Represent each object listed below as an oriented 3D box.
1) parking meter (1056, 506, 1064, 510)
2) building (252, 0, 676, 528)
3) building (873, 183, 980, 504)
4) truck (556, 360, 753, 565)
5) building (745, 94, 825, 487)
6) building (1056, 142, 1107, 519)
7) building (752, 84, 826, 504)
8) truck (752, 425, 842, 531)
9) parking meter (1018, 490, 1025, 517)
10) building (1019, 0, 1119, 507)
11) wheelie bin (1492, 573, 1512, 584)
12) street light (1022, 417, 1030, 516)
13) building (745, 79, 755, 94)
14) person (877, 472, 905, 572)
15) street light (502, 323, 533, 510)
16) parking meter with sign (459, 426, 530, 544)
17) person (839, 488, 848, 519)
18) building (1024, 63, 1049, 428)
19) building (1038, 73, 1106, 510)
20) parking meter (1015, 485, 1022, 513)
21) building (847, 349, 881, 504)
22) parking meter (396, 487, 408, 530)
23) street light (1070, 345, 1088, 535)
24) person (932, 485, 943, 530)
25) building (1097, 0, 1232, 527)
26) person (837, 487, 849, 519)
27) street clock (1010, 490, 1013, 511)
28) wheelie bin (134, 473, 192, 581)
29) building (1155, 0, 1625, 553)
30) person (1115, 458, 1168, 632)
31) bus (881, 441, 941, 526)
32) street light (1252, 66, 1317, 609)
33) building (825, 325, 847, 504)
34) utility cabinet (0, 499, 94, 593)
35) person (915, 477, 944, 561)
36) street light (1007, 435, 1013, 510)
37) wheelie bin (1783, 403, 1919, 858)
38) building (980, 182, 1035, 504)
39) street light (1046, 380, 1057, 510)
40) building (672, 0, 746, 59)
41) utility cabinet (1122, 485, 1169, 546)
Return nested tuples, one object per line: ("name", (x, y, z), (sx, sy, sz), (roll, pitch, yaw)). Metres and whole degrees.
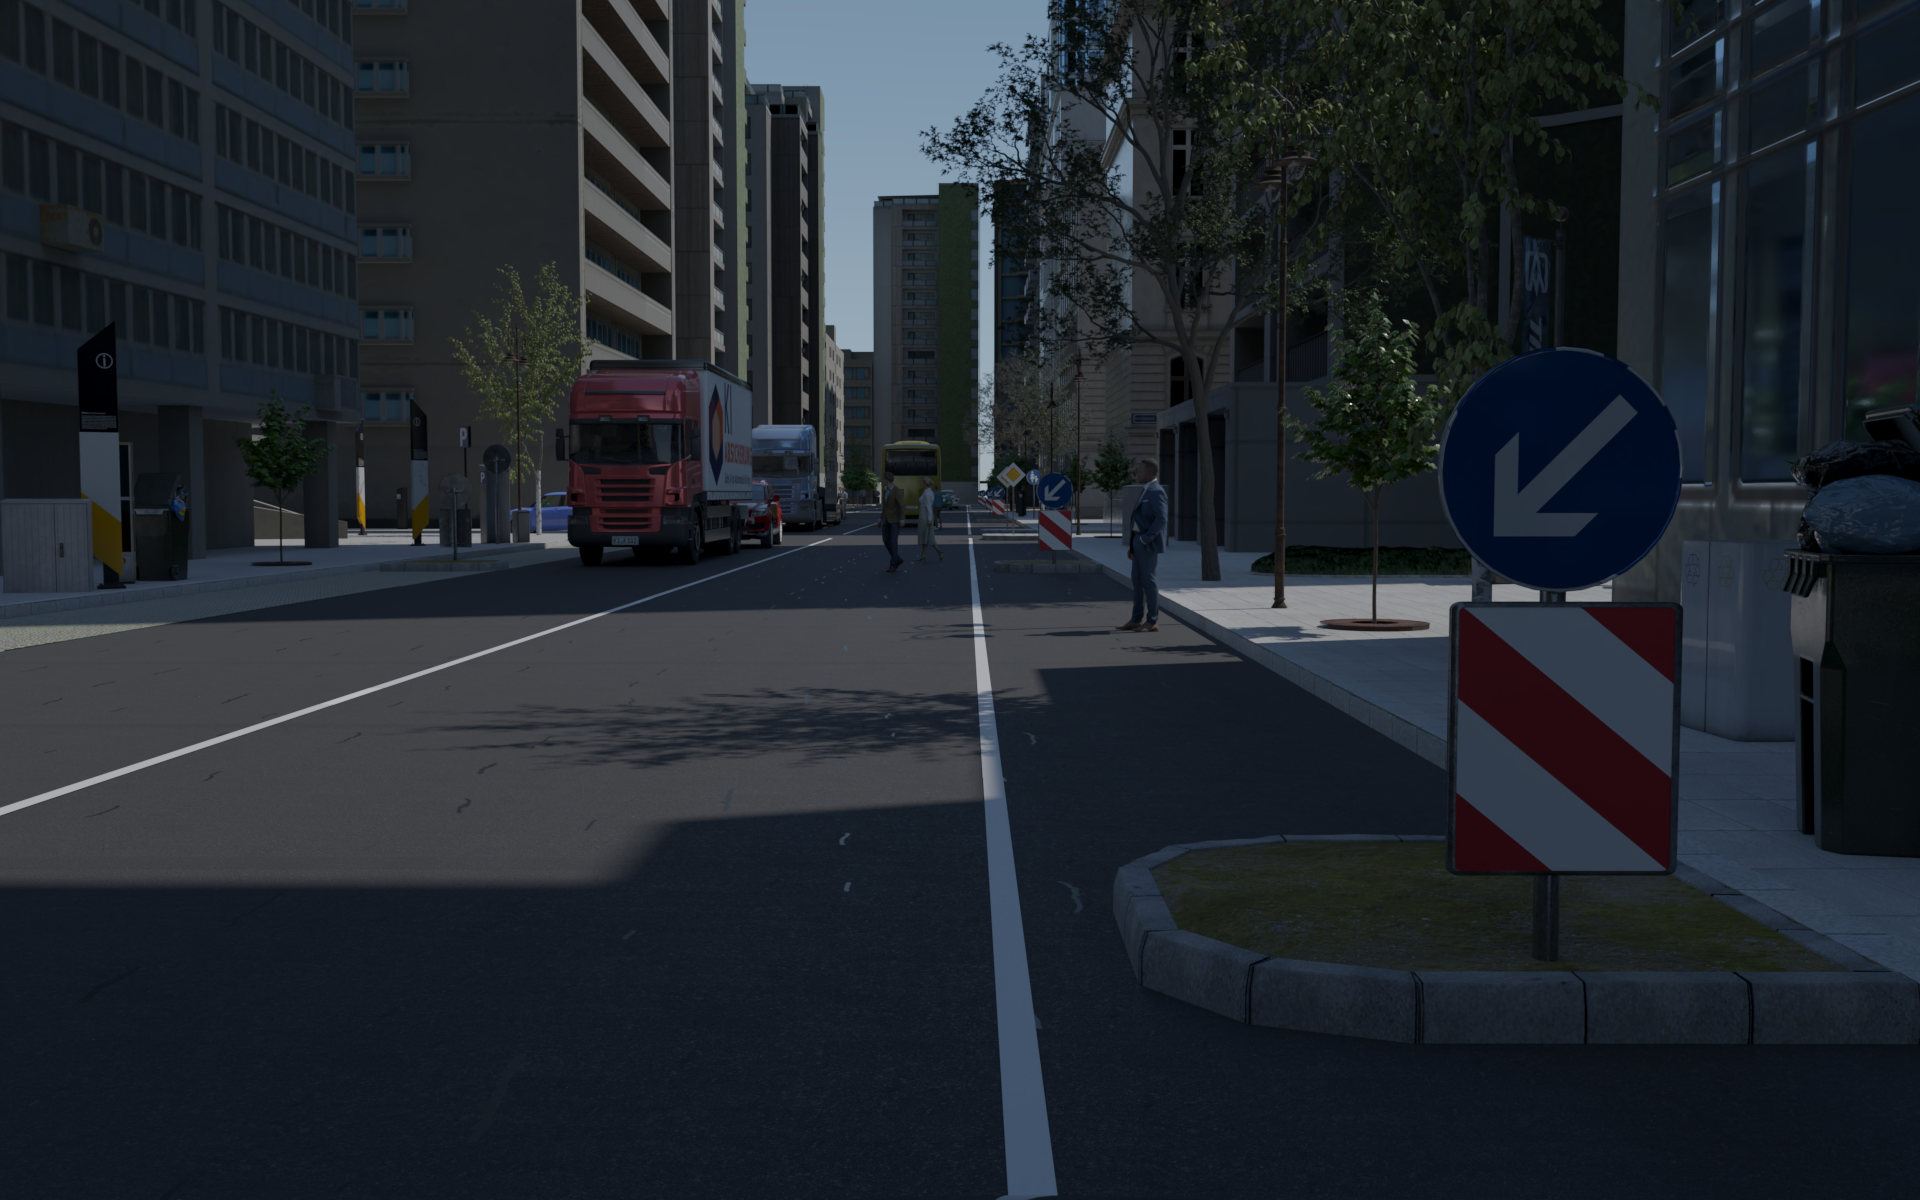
("parking meter", (3.981, -3.714, 69.127), (0.372, 1.533, 0.369), (0, 3, 0))
("building", (-24.652, -27.516, 73.594), (21.300, 48.544, 21.600), (0, 4, 0))
("building", (-4.407, -33.418, 229.976), (14.086, 41.232, 14.154), (0, 4, 0))
("truck", (-6.494, -3.031, 38.466), (2.839, 4.237, 11.283), (0, 3, 0))
("building", (-17.675, -21.835, 128.711), (14.160, 30.474, 14.107), (0, 4, 0))
("building", (10.710, -15.216, 97.933), (9.793, 20.994, 18.267), (0, 4, 0))
("building", (-20.669, -29.664, 168.593), (14.154, 41.232, 14.086), (0, 4, 0))
("truck", (-6.810, -5.106, 73.246), (2.967, 4.110, 18.799), (0, 4, 0))
("parking meter", (3.494, -5.512, 98.538), (0.372, 1.533, 0.369), (0, 3, 0))
("building", (17.182, -52.034, 163.428), (22.319, 86.520, 31.000), (0, 4, 0))
("wheelie bin", (7.742, -1.040, 24.911), (0.693, 1.594, 0.980), (0, 4, 7))
("street light", (3.920, -7.997, 103.546), (0.468, 5.910, 1.993), (0, 4, 0))
("building", (-29.925, -27.972, 149.223), (32.217, 40.220, 23.993), (0, 4, 0))
("person", (-1.272, -1.449, 32.099), (0.656, 1.842, 0.836), (1, 4, 19))
("street light", (-11.938, -4.529, 46.841), (0.468, 5.910, 1.993), (0, 4, 0))
("parking meter with sign", (-12.101, -2.989, 45.125), (1.738, 3.016, 0.543), (-3, 5, -41))
("person", (-6.643, -5.464, 98.044), (0.583, 1.804, 0.606), (-2, 4, -33))
("building", (18.681, -35.239, 195.773), (23.786, 49.044, 30.456), (0, 4, 0))
("building", (11.658, -21.094, 122.376), (11.434, 29.767, 29.804), (0, 4, 0))
("parking meter", (3.958, -6.791, 116.741), (0.399, 1.863, 0.255), (-2, 4, -35))
("building", (-25.881, -23.911, 235.979), (28.899, 21.520, 27.650), (0, 4, 0))
("parking meter", (-20.129, -3.308, 62.495), (0.372, 1.533, 0.369), (0, 3, 0))
("street light", (3.696, -4.959, 53.875), (0.468, 5.910, 1.993), (0, 4, 0))
("person", (-0.897, -3.680, 69.016), (0.601, 1.785, 0.444), (-2, 4, -34))
("building", (23.312, -15.340, 69.889), (34.723, 24.649, 14.460), (0, 4, 0))
("person", (-6.810, -5.578, 99.483), (0.659, 1.850, 0.755), (2, 4, 29))
("street clock", (3.926, -7.715, 130.713), (0.471, 2.002, 0.358), (0, 4, 6))
("wheelie bin", (-11.892, -1.090, 25.736), (0.980, 1.594, 0.693), (0, 4, 5))
("building", (16.138, -36.823, 40.316), (20.563, 71.187, 20.611), (0, 4, 0))
("person", (1.943, -0.573, 18.044), (0.419, 1.800, 0.721), (-1, 4, -17))
("bus", (-2.219, -5.381, 79.528), (2.896, 3.916, 12.252), (0, 4, -1))
("street light", (3.589, -2.844, 19.295), (0.468, 5.910, 1.993), (0, 4, 0))
("building", (-28.760, -21.652, 199.046), (28.899, 21.520, 27.650), (0, 4, 0))
("utility cabinet", (-11.903, -0.699, 22.597), (1.020, 1.237, 0.306), (-1, 4, -16))
("person", (-0.644, -1.727, 36.958), (0.641, 1.798, 0.478), (1, 4, 23))
("street light", (3.988, -10.020, 136.617), (0.468, 5.910, 1.993), (0, 4, 0))
("wheelie bin", (3.381, 0.099, 6.293), (0.693, 1.594, 0.980), (1, 4, 14))
("building", (17.083, -35.381, 233.101), (28.867, 44.769, 22.147), (0, 4, 0))
("street light", (3.727, -5.975, 70.474), (0.468, 5.910, 1.993), (0, 4, 0))
("building", (-20.882, -25.831, 105.933), (14.154, 41.232, 14.086), (0, 4, 0))
("utility cabinet", (4.525, -2.059, 42.342), (1.173, 1.500, 0.318), (3, 5, 40))
